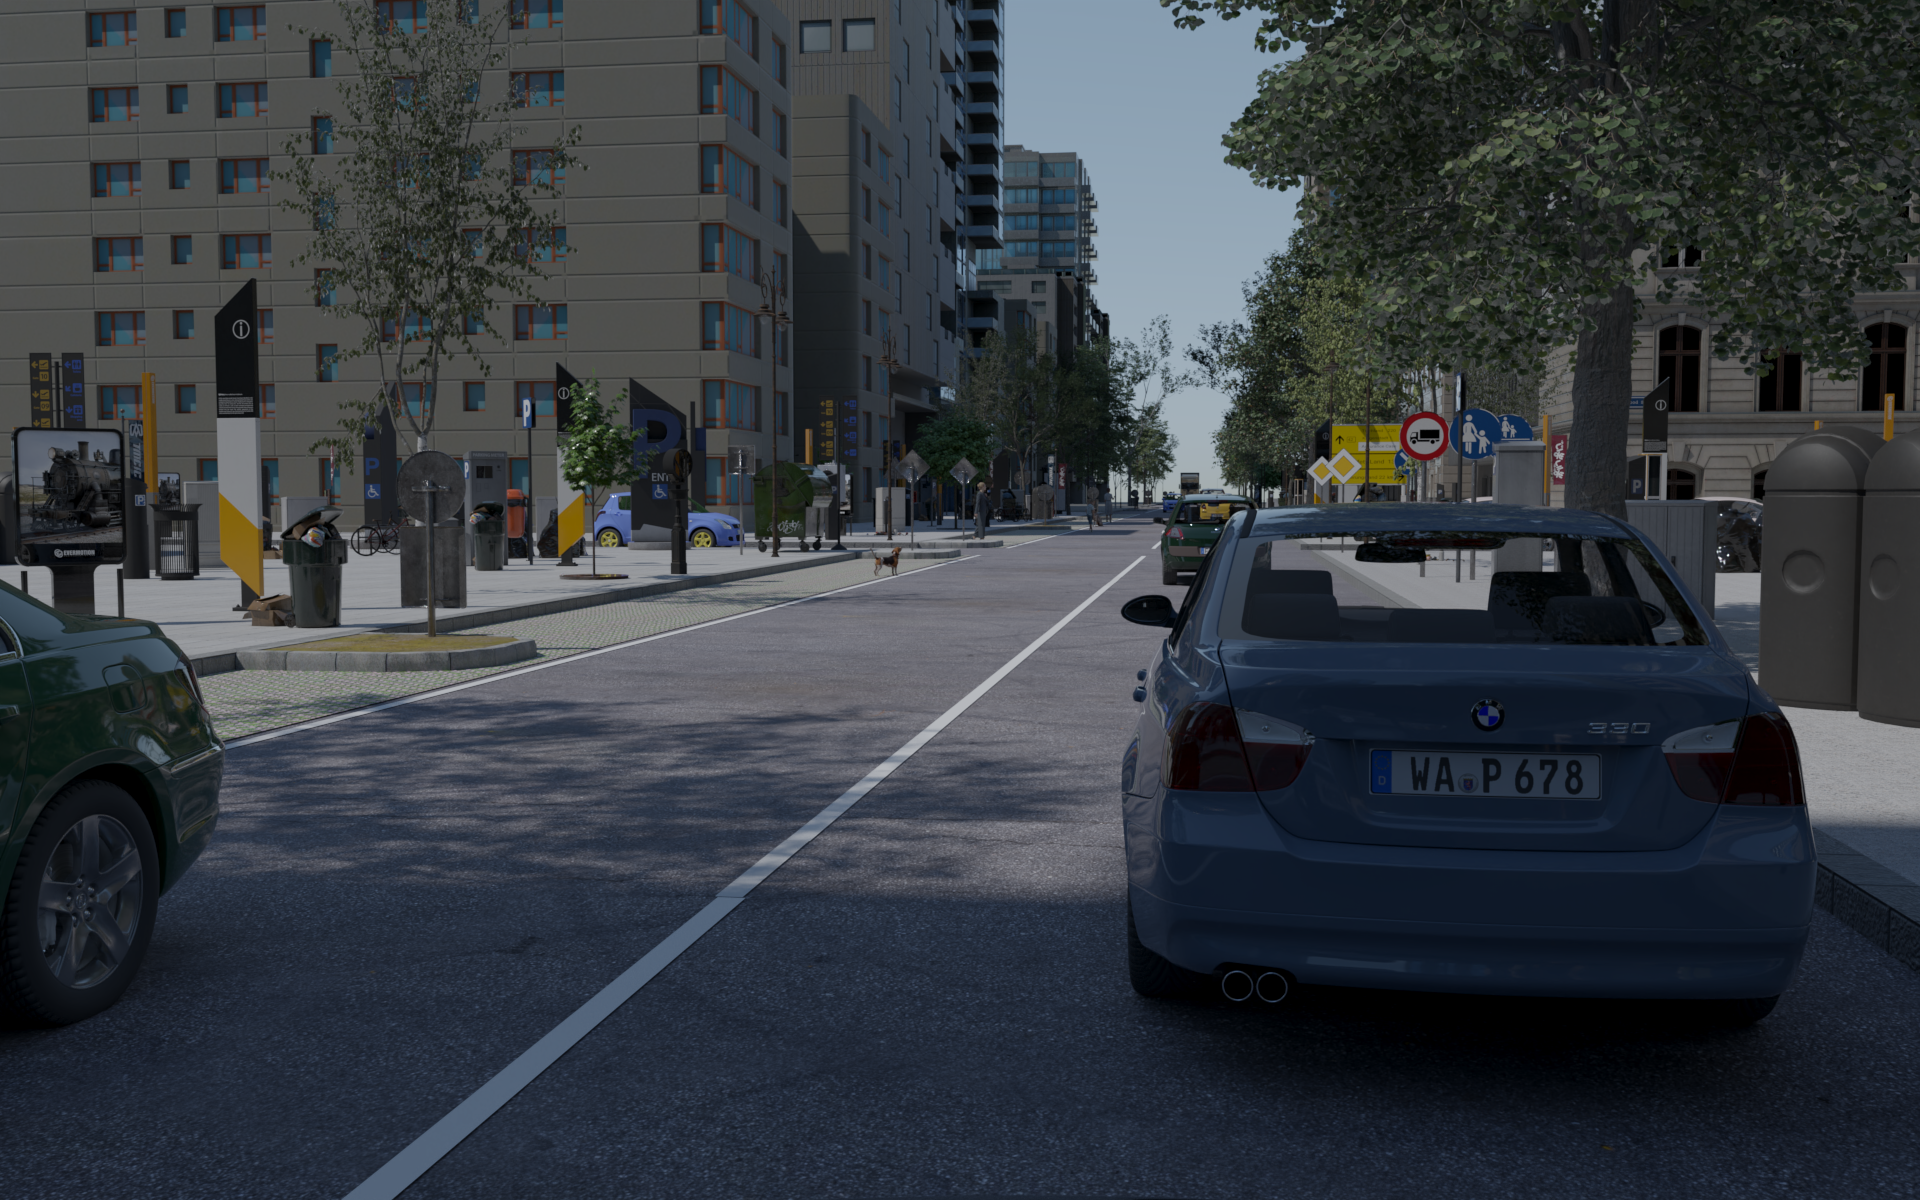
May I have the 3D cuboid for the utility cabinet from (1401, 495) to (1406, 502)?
[{"bbox_3d":[21.085,-4.342,82.159,0.306,1.237,1.020,-2,4,-27],"label":"utility cabinet"}]

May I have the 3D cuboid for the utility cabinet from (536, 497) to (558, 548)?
[{"bbox_3d":[-9.478,-1.818,40.880,1.020,1.237,0.306,-1,4,-15],"label":"utility cabinet"}]

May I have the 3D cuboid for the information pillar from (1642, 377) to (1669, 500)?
[{"bbox_3d":[14.003,-2.663,34.897,0.504,3.616,0.183,1,4,8],"label":"information pillar"}]

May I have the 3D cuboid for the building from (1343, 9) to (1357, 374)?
[{"bbox_3d":[48.231,-38.375,169.435,21.231,58.520,28.212,1,4,8],"label":"building"}]

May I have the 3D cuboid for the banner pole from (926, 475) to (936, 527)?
[{"bbox_3d":[-1.207,-4.810,68.658,0.401,3.779,0.863,-1,4,-22],"label":"banner pole"}]

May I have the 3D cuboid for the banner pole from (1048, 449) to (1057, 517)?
[{"bbox_3d":[5.162,-6.493,96.175,0.401,3.779,0.863,-3,5,-42],"label":"banner pole"}]

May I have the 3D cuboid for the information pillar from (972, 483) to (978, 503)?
[{"bbox_3d":[0.943,-6.431,109.640,0.304,2.012,0.304,-3,5,-44],"label":"information pillar"}]

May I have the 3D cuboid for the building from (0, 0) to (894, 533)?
[{"bbox_3d":[-18.980,-13.864,71.718,27.650,21.520,28.899,1,4,8],"label":"building"}]

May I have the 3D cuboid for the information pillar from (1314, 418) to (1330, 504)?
[{"bbox_3d":[11.192,-3.799,53.468,0.504,3.616,0.183,-1,4,-17],"label":"information pillar"}]

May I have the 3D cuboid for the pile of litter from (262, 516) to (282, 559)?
[{"bbox_3d":[-13.689,-1.249,34.379,1.719,0.858,1.176,-3,4,-37],"label":"pile of litter"}]

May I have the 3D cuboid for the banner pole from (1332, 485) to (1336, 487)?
[{"bbox_3d":[14.278,-4.649,66.032,0.401,3.779,0.863,-1,4,-20],"label":"banner pole"}]

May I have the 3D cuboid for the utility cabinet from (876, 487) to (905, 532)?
[{"bbox_3d":[-2.328,-3.009,57.872,0.318,1.500,1.173,3,4,38],"label":"utility cabinet"}]

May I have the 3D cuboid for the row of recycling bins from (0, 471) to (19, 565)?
[{"bbox_3d":[-18.578,-1.467,31.092,3.534,1.692,1.069,-2,4,-25],"label":"row of recycling bins"}]

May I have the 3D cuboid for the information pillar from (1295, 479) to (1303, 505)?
[{"bbox_3d":[16.786,-4.975,85.828,0.304,2.012,0.304,-1,4,-19],"label":"information pillar"}]

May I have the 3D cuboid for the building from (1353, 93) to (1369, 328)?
[{"bbox_3d":[41.031,-28.502,149.606,14.154,41.232,14.086,1,4,8],"label":"building"}]

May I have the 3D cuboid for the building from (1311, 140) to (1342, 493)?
[{"bbox_3d":[51.185,-34.665,216.880,14.600,45.320,14.200,1,4,8],"label":"building"}]

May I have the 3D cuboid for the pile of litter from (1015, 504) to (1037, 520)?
[{"bbox_3d":[3.083,-4.455,86.804,1.719,0.858,1.176,-1,4,-13],"label":"pile of litter"}]

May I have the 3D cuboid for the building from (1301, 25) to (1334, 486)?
[{"bbox_3d":[60.803,-50.488,263.728,20.563,71.187,20.611,1,4,8],"label":"building"}]

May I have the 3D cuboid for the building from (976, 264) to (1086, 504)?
[{"bbox_3d":[8.614,-27.550,222.140,14.160,30.474,14.107,1,4,8],"label":"building"}]

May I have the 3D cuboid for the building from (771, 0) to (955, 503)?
[{"bbox_3d":[-15.183,-31.824,109.557,28.713,52.752,27.495,1,4,8],"label":"building"}]

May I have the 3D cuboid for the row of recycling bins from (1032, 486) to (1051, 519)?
[{"bbox_3d":[4.304,-5.146,91.243,1.069,1.692,3.534,0,4,4],"label":"row of recycling bins"}]

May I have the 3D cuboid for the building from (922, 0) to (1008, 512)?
[{"bbox_3d":[-7.072,-50.476,137.948,22.319,86.520,31.000,1,4,8],"label":"building"}]

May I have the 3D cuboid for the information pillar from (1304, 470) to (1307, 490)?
[{"bbox_3d":[23.788,-7.850,119.703,0.183,3.616,0.504,-2,4,-27],"label":"information pillar"}]

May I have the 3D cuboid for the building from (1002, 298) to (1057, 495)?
[{"bbox_3d":[-5.621,-19.872,169.941,27.650,21.520,28.899,1,4,8],"label":"building"}]

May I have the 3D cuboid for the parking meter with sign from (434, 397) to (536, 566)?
[{"bbox_3d":[-8.512,-2.125,31.008,1.738,3.016,0.543,-2,4,-30],"label":"parking meter with sign"}]

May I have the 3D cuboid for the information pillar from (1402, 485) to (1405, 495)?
[{"bbox_3d":[21.993,-5.781,85.876,0.183,3.616,0.504,0,4,3],"label":"information pillar"}]

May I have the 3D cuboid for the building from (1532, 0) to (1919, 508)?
[{"bbox_3d":[37.596,-14.488,55.970,34.723,24.649,14.460,1,4,8],"label":"building"}]

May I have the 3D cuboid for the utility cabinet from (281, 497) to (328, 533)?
[{"bbox_3d":[-15.475,-1.820,40.913,0.306,1.237,1.020,3,5,42],"label":"utility cabinet"}]

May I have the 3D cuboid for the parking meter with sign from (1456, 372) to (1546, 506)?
[{"bbox_3d":[8.025,-1.748,24.842,1.738,3.016,0.543,1,4,10],"label":"parking meter with sign"}]

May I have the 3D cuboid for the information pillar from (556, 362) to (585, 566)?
[{"bbox_3d":[-6.904,-2.404,30.662,0.504,3.616,0.183,1,4,10],"label":"information pillar"}]

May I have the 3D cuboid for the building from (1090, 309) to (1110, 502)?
[{"bbox_3d":[15.590,-30.281,266.797,14.160,30.474,14.107,1,4,8],"label":"building"}]

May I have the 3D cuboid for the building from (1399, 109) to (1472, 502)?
[{"bbox_3d":[33.769,-18.844,105.356,12.463,27.353,25.104,1,4,8],"label":"building"}]

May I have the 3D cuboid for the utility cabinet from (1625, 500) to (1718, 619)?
[{"bbox_3d":[7.303,-0.419,18.016,0.306,1.237,1.020,-3,5,-40],"label":"utility cabinet"}]

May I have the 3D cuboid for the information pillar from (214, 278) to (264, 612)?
[{"bbox_3d":[-7.854,-1.685,18.902,0.504,3.616,0.183,1,4,12],"label":"information pillar"}]

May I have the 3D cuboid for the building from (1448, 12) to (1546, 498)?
[{"bbox_3d":[31.690,-17.562,80.646,14.314,27.812,24.014,1,4,8],"label":"building"}]

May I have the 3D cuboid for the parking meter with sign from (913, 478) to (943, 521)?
[{"bbox_3d":[-1.530,-5.387,84.335,1.738,3.016,0.543,2,4,34],"label":"parking meter with sign"}]

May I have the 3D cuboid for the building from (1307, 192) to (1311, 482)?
[{"bbox_3d":[59.268,-37.853,238.497,23.786,49.044,30.456,1,4,8],"label":"building"}]

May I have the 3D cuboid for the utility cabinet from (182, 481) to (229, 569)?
[{"bbox_3d":[-12.621,-1.281,29.622,1.173,1.500,0.318,-2,4,-35],"label":"utility cabinet"}]

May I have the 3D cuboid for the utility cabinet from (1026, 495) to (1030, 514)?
[{"bbox_3d":[4.061,-5.137,95.153,1.020,1.237,0.306,-2,4,-25],"label":"utility cabinet"}]

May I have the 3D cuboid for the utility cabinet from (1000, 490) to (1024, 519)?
[{"bbox_3d":[2.660,-4.885,88.540,1.173,1.500,0.318,0,4,1],"label":"utility cabinet"}]

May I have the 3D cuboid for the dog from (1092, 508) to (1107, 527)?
[{"bbox_3d":[6.162,-3.631,76.207,0.800,0.831,0.513,0,4,4],"label":"dog"}]

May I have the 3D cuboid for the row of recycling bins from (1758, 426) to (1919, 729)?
[{"bbox_3d":[5.720,-0.132,9.264,1.069,1.692,3.534,-1,4,-18],"label":"row of recycling bins"}]

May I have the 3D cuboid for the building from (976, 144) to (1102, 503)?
[{"bbox_3d":[7.829,-38.200,244.177,23.786,49.044,30.456,1,4,8],"label":"building"}]

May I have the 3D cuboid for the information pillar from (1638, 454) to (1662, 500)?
[{"bbox_3d":[12.657,-1.672,31.824,0.304,2.012,0.304,-1,4,-11],"label":"information pillar"}]

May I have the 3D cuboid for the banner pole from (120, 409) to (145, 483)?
[{"bbox_3d":[-24.466,-3.742,51.193,0.401,3.779,0.863,3,5,41],"label":"banner pole"}]

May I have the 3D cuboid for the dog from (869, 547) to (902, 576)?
[{"bbox_3d":[-1.286,-0.666,30.177,0.406,0.507,0.540,1,4,21],"label":"dog"}]

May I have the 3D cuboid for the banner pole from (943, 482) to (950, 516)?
[{"bbox_3d":[-1.010,-6.943,103.542,0.863,3.779,0.401,1,4,21],"label":"banner pole"}]

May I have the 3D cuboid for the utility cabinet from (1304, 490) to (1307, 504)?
[{"bbox_3d":[19.750,-5.427,97.408,0.318,1.500,1.173,3,4,37],"label":"utility cabinet"}]
